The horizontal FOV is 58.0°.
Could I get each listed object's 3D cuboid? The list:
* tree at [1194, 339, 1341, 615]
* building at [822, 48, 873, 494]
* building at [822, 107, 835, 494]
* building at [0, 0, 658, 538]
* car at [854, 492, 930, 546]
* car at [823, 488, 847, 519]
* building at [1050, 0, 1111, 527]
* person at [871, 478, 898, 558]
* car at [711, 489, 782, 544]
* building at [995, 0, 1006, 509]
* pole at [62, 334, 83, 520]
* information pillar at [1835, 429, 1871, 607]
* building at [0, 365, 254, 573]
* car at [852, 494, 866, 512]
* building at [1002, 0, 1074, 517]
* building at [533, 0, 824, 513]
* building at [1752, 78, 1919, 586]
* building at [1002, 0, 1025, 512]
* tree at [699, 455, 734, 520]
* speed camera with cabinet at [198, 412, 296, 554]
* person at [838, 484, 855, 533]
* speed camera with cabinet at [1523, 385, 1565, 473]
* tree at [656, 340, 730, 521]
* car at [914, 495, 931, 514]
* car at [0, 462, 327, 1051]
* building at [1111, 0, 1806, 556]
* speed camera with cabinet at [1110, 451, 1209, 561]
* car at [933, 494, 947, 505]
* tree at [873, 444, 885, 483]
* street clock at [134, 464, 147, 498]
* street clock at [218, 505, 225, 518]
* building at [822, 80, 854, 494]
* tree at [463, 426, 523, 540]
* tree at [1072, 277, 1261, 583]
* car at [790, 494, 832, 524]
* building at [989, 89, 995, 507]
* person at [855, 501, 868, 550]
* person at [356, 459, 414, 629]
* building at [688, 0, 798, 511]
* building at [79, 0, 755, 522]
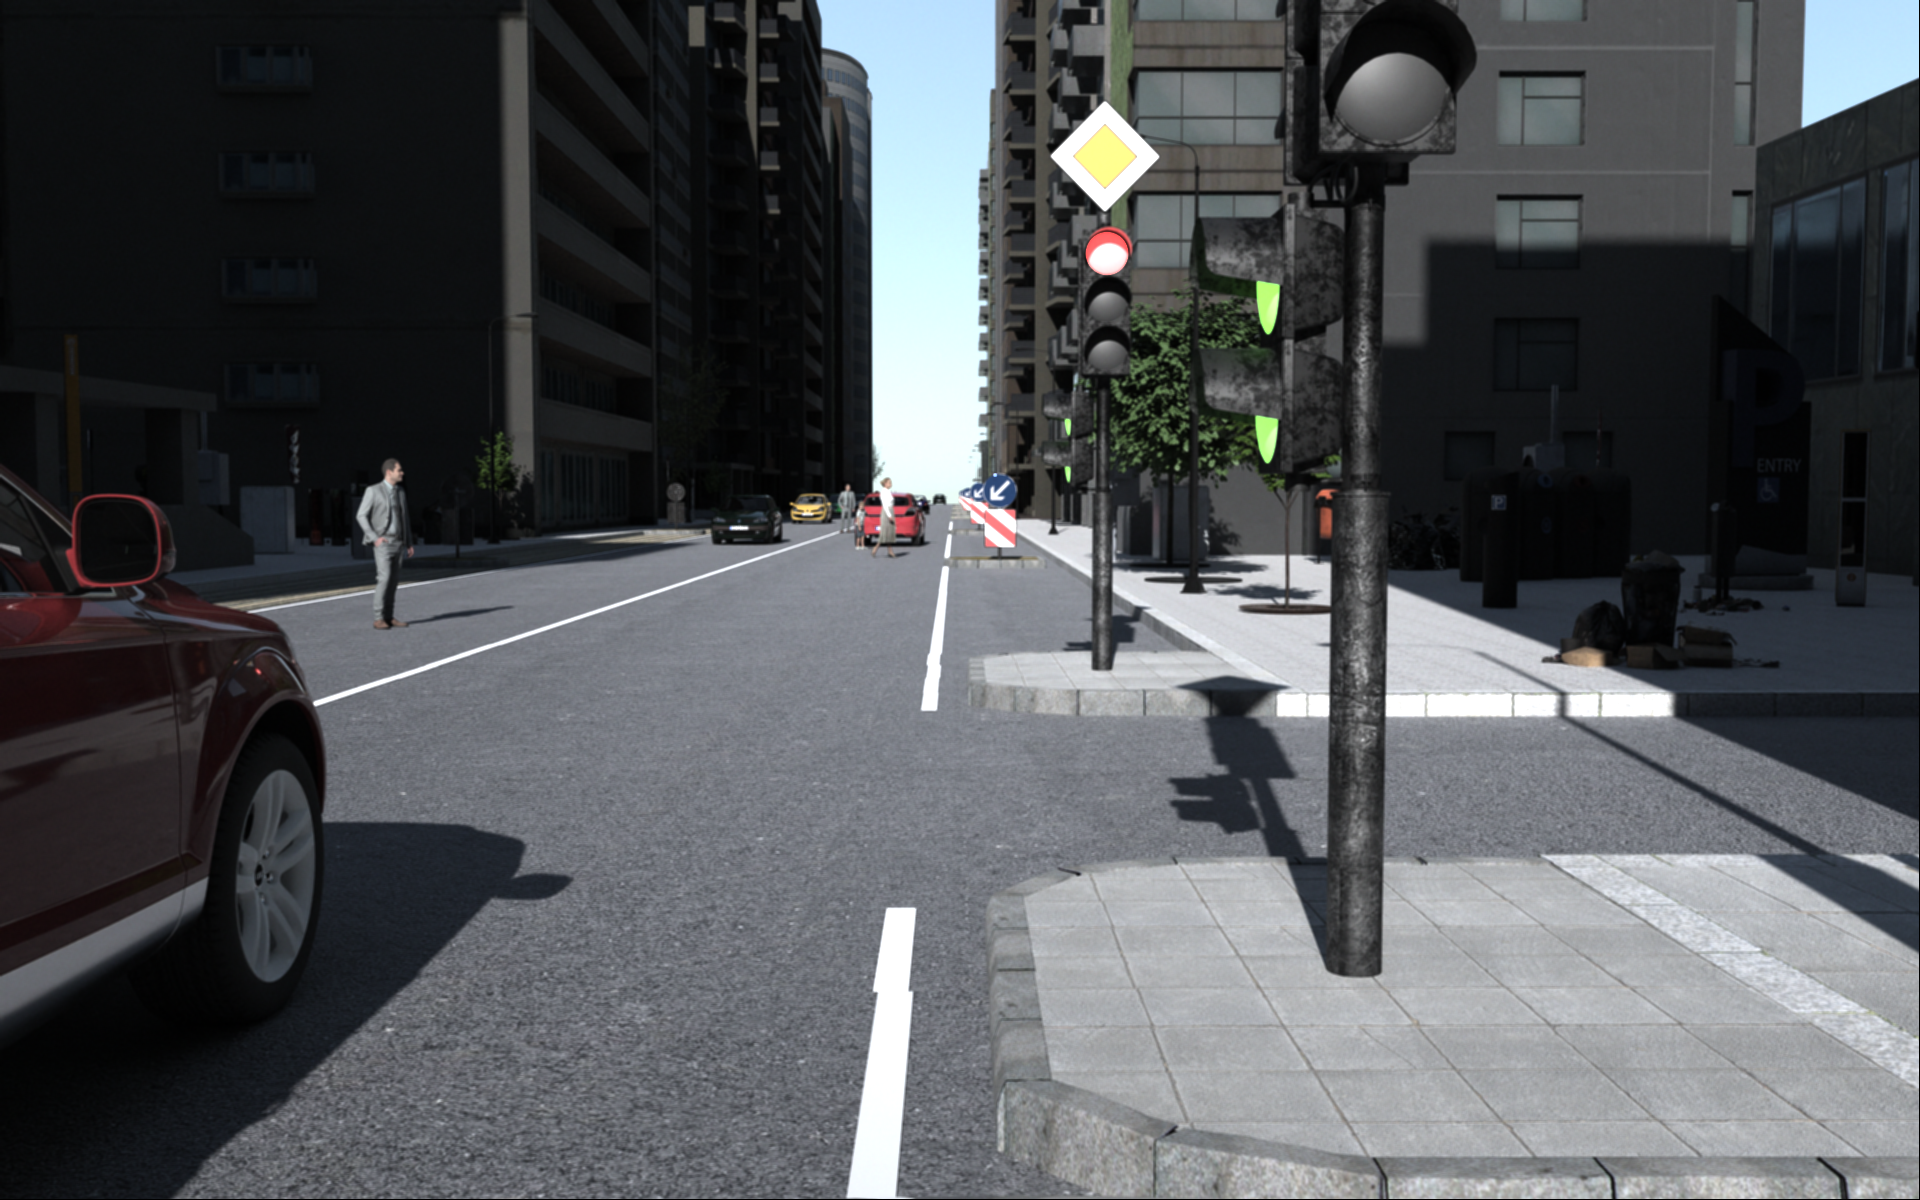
[{"bbox_3d":[3.651,-1.476,18.737,1.663,3.219,1.824,0,3,0],"label":"tree"},{"bbox_3d":[-22.707,-41.971,228.225,21.231,58.520,28.212,0,4,0],"label":"building"},{"bbox_3d":[-20.365,-30.224,177.759,14.154,41.232,14.086,0,4,0],"label":"building"},{"bbox_3d":[-23.097,-26.657,59.544,21.300,48.544,21.600,0,4,0],"label":"building"},{"bbox_3d":[-1.946,-2.434,48.829,2.155,1.783,4.494,0,4,1],"label":"car"},{"bbox_3d":[-7.514,-5.714,102.213,1.959,1.807,4.718,0,4,-2],"label":"car"},{"bbox_3d":[15.261,-27.660,71.855,23.786,49.044,30.456,0,4,0],"label":"building"},{"bbox_3d":[-1.707,-1.851,38.991,0.641,1.798,0.478,1,4,22],"label":"person"},{"bbox_3d":[-6.195,-2.491,50.518,2.009,1.686,4.222,0,4,0],"label":"car"},{"bbox_3d":[13.510,-37.101,148.598,21.231,58.520,28.212,0,4,0],"label":"building"},{"bbox_3d":[-11.388,-1.738,22.259,0.158,3.312,0.155,0,3,0],"label":"pole"},{"bbox_3d":[10.188,-0.934,19.766,0.304,2.012,0.304,2,4,25],"label":"information pillar"},{"bbox_3d":[-28.908,-20.269,23.272,32.217,40.220,23.993,0,4,0],"label":"building"},{"bbox_3d":[-7.294,-6.747,122.117,2.131,1.459,4.920,0,4,-2],"label":"car"},{"bbox_3d":[13.812,-27.530,104.739,22.147,44.769,28.867,0,4,0],"label":"building"},{"bbox_3d":[-23.405,-32.234,150.725,21.300,48.544,21.600,0,4,0],"label":"building"},{"bbox_3d":[28.830,-43.249,19.798,31.000,86.520,22.319,0,4,0],"label":"building"},{"bbox_3d":[10.167,-29.171,127.055,14.600,45.320,14.200,0,4,0],"label":"building"},{"bbox_3d":[-12.167,-5.603,86.218,1.663,3.219,1.824,0,3,0],"label":"tree"},{"bbox_3d":[-15.382,-2.615,37.092,2.038,3.252,0.660,0,4,-4],"label":"speed camera with cabinet"},{"bbox_3d":[-4.189,-3.395,64.114,0.635,1.810,0.391,-1,4,-16],"label":"person"},{"bbox_3d":[10.603,-2.317,32.225,0.660,3.252,2.038,0,4,-1],"label":"speed camera with cabinet"},{"bbox_3d":[-12.919,-8.067,82.251,4.737,8.622,4.395,0,3,0],"label":"tree"},{"bbox_3d":[-3.066,-6.775,123.356,1.945,1.354,3.894,0,4,1],"label":"car"},{"bbox_3d":[-2.833,0.343,3.073,2.281,1.827,5.304,0,4,-1],"label":"car"},{"bbox_3d":[10.555,-21.913,41.865,14.154,41.232,14.086,0,4,0],"label":"building"},{"bbox_3d":[3.741,-2.385,33.329,2.038,3.252,0.660,-1,4,-9],"label":"speed camera with cabinet"},{"bbox_3d":[-2.811,-14.032,239.210,2.009,1.686,4.222,0,4,1],"label":"car"},{"bbox_3d":[-12.683,-18.173,247.492,4.360,8.622,3.978,0,3,0],"label":"tree"},{"bbox_3d":[-19.777,-2.293,42.060,0.358,2.002,0.471,1,4,10],"label":"street clock"},{"bbox_3d":[-16.319,-2.058,38.214,0.471,2.002,0.358,3,5,45],"label":"street clock"},{"bbox_3d":[-19.447,-33.128,191.754,14.600,45.320,14.200,0,4,0],"label":"building"},{"bbox_3d":[-12.814,-3.301,48.573,1.663,3.219,1.824,0,3,0],"label":"tree"},{"bbox_3d":[3.454,-2.556,25.499,4.285,4.588,4.351,0,3,0],"label":"tree"},{"bbox_3d":[-7.254,-4.560,84.784,2.015,1.641,3.980,0,4,1],"label":"car"},{"bbox_3d":[10.023,-30.260,178.337,14.154,41.232,14.086,0,4,0],"label":"building"},{"bbox_3d":[-2.544,-1.932,44.765,0.332,1.250,0.352,-2,4,-24],"label":"person"},{"bbox_3d":[-6.149,-0.612,18.610,0.391,1.810,0.635,1,4,16],"label":"person"},{"bbox_3d":[-23.580,-28.809,125.653,22.147,44.769,28.867,0,4,0],"label":"building"},{"bbox_3d":[-28.661,-24.924,99.396,32.217,40.220,23.993,0,4,0],"label":"building"}]
